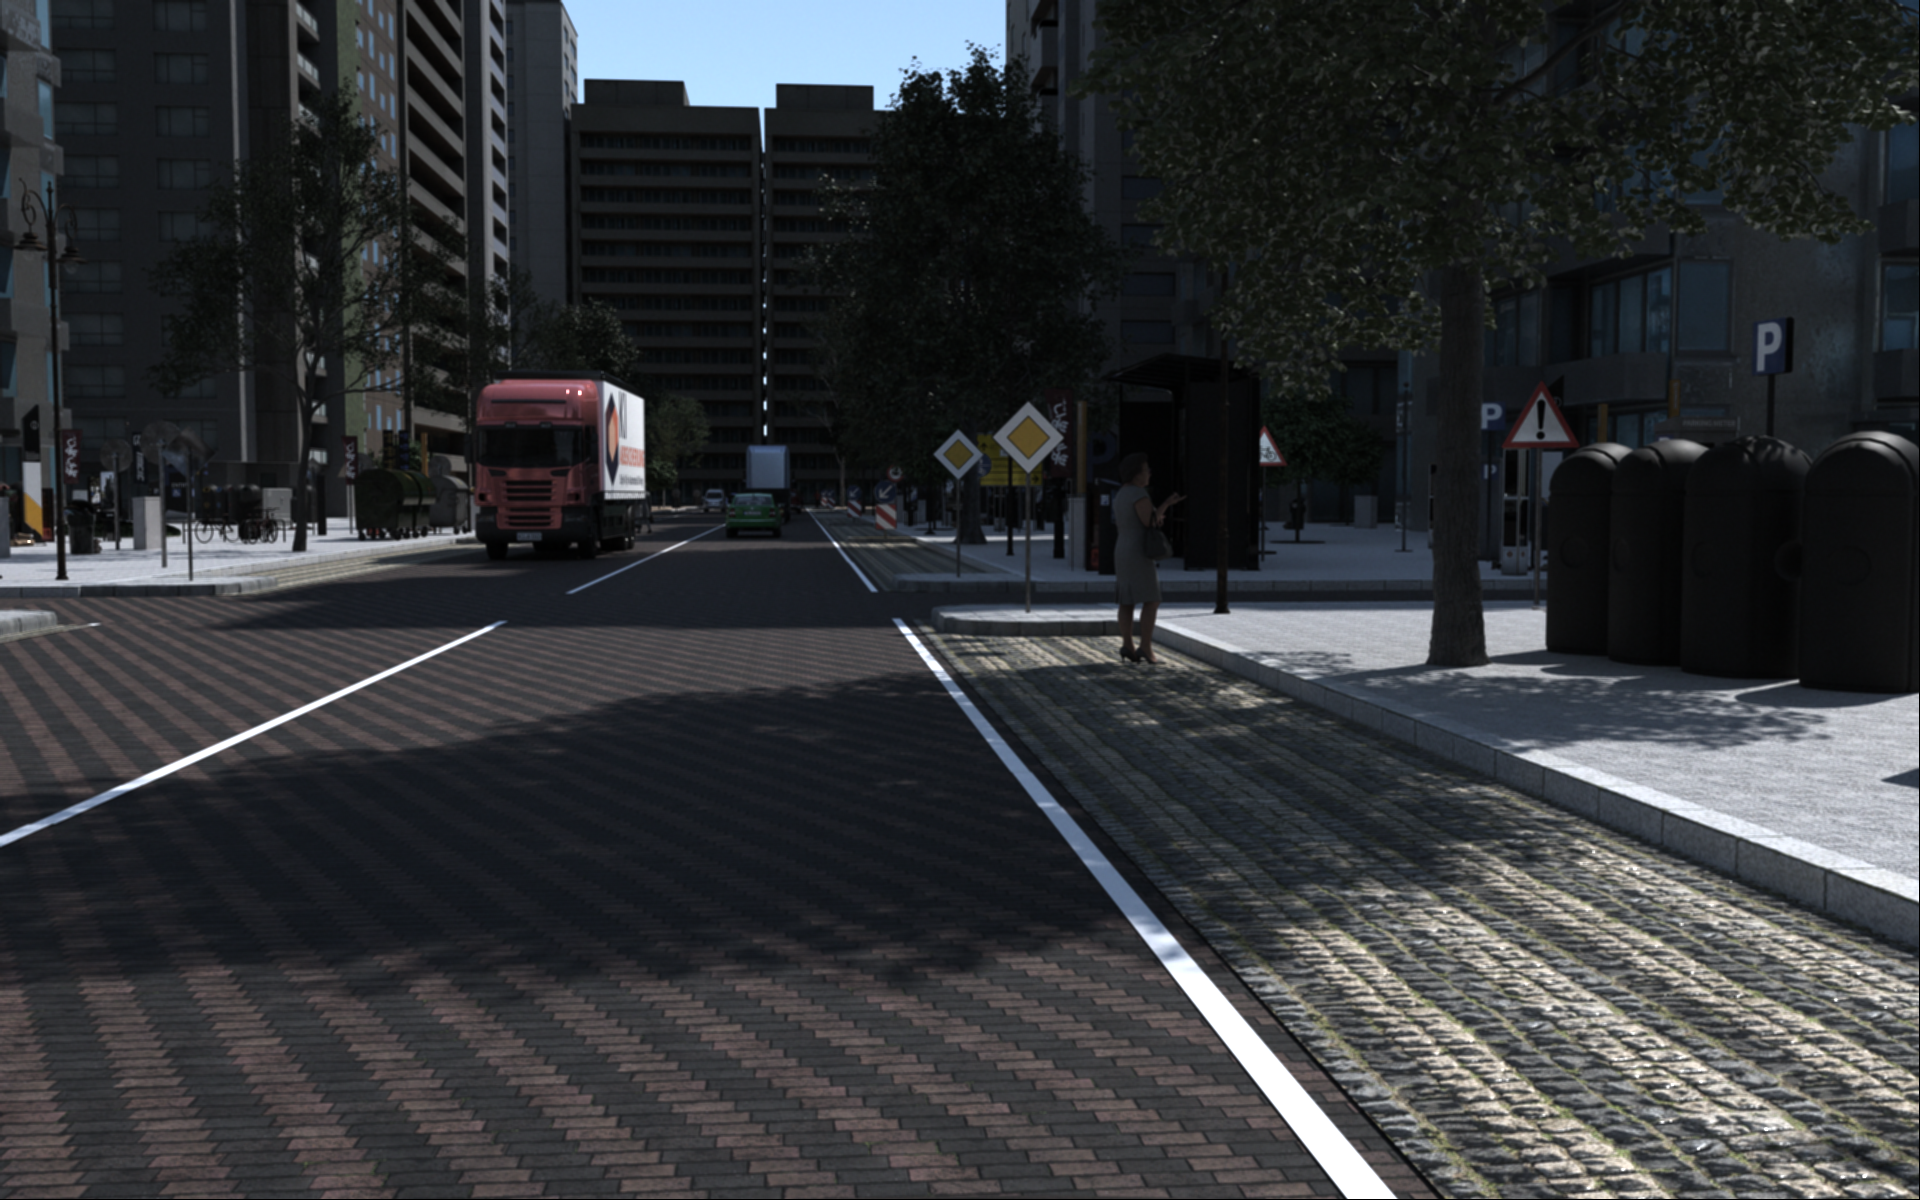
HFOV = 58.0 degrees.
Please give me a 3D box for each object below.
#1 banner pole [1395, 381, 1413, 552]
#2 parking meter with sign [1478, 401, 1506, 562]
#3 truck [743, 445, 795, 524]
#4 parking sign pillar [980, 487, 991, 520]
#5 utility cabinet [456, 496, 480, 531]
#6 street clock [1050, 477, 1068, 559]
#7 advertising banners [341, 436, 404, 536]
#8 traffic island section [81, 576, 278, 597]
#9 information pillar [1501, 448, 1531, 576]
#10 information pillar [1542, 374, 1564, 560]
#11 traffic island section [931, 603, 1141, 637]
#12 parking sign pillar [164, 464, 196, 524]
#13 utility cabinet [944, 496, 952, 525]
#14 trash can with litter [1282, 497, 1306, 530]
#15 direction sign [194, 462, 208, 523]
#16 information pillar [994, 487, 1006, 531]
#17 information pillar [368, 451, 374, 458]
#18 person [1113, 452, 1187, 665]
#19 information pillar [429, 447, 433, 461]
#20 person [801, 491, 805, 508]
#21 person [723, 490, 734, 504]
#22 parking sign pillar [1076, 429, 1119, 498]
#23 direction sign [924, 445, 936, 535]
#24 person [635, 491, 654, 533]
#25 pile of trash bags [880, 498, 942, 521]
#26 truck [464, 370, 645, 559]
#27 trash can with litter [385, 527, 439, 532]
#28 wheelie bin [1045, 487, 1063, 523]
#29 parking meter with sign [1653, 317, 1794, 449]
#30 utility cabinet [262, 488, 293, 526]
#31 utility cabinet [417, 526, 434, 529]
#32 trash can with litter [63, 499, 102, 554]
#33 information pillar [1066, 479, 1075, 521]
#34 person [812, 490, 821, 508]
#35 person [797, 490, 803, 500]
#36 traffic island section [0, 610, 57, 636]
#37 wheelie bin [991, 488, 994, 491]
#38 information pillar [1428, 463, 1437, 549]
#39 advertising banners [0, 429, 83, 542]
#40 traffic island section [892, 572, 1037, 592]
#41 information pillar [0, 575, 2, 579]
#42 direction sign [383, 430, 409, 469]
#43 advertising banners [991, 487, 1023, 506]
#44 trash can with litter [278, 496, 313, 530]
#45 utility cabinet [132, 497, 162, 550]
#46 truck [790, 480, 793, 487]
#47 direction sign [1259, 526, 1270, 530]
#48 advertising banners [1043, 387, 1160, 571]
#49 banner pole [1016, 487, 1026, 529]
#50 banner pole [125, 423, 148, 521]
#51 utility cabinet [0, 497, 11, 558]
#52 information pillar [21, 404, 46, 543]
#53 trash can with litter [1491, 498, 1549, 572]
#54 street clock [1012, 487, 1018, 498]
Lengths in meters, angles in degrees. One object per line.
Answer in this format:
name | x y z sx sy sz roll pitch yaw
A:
banner pole | 9.956 -2.985 38.816 0.401 3.779 0.863 1 4 10
parking meter with sign | 10.297 -2.278 33.512 0.543 3.016 1.738 1 4 20
truck | -10.144 -6.131 90.000 2.967 4.110 18.799 0 4 -5
parking sign pillar | 0.665 -5.235 74.067 1.447 3.967 1.447 1 4 21
utility cabinet | -17.404 -3.065 61.268 0.306 1.237 1.020 2 4 35
street clock | 1.976 -1.831 34.509 0.358 2.002 0.471 1 4 16
advertising banners | -17.792 -3.449 52.583 0.090 3.025 2.074 3 5 42
traffic island section | -11.395 -0.204 25.617 2.009 0.180 2.903 0 4 -5
information pillar | 8.756 -1.395 27.297 0.304 2.012 0.304 -3 5 -41
information pillar | 11.545 -2.601 33.883 0.504 3.616 0.183 1 4 12
traffic island section | 0.754 0.216 18.746 2.009 0.180 2.903 0 4 -5
parking sign pillar | -34.264 -5.341 75.800 1.447 3.967 1.447 -1 4 -11
utility cabinet | -0.510 -3.671 71.190 0.306 1.237 1.020 0 4 -5
trash can with litter | 12.029 -3.132 62.594 0.624 1.170 1.055 -2 4 -24
direction sign | -34.069 -5.246 77.773 0.379 3.537 0.876 1 4 16
information pillar | 1.377 -3.400 60.075 0.304 2.012 0.304 2 4 34
information pillar | -32.125 -6.297 94.303 0.504 3.616 0.183 -1 4 -10
person | 1.597 -0.347 14.535 0.532 1.782 0.716 -1 4 -19
information pillar | -26.342 -5.807 86.305 0.183 3.616 0.504 -2 4 -26
person | -16.199 -10.258 176.900 0.721 1.739 1.217 3 4 37
person | -17.777 -7.625 133.890 1.217 1.735 0.721 -2 4 -27
parking sign pillar | 4.263 -3.968 53.341 1.447 3.967 1.447 -1 4 -16
direction sign | -0.951 -3.843 54.832 0.379 3.537 0.876 0 4 3
person | -11.515 -3.325 62.960 0.694 1.812 0.767 -3 5 -39
pile of trash bags | -2.782 -5.049 92.305 3.447 1.369 1.912 -3 5 -43
truck | -9.446 -3.221 41.585 2.839 4.237 11.283 0 4 -4
trash can with litter | -19.078 -2.978 59.744 2.233 1.210 1.678 -1 4 -23
wheelie bin | 4.191 -4.272 77.756 0.980 1.594 0.693 3 5 43
parking meter with sign | 7.283 -1.282 17.214 1.738 3.016 0.543 -1 4 -9
utility cabinet | -26.924 -3.651 68.378 0.318 1.500 1.173 2 4 29
utility cabinet | -19.299 -3.108 61.983 1.020 1.237 0.306 0 4 -2
trash can with litter | -18.761 -1.567 37.011 0.624 1.170 1.055 -1 4 -11
information pillar | 5.326 -4.816 83.241 0.304 2.012 0.304 3 5 42
person | -13.270 -9.343 161.201 1.348 1.831 0.705 -3 5 -40
person | -12.595 -7.802 136.591 0.721 1.766 1.217 1 4 12
traffic island section | -10.636 0.282 17.668 2.009 0.180 2.903 0 4 -5
wheelie bin | 1.946 -5.397 96.149 0.980 1.594 0.693 -2 4 -23
information pillar | 11.231 -2.216 40.718 0.304 2.012 0.304 -3 4 -39
advertising banners | -24.592 -3.070 46.380 2.074 3.025 0.090 -1 4 -20
traffic island section | -0.005 -0.270 26.696 2.009 0.180 2.903 0 4 -5
information pillar | -14.739 -2.138 26.305 0.183 3.616 0.504 -2 4 -34
direction sign | -19.917 -4.235 61.238 0.876 3.537 0.379 -2 4 -26
advertising banners | 2.161 -5.206 81.298 2.074 3.025 0.090 2 4 28
trash can with litter | -24.132 -3.117 62.026 2.233 1.210 1.678 -3 5 -39
utility cabinet | -18.851 -1.773 40.157 0.306 1.237 1.020 0 4 -5
truck | -16.122 -9.906 150.875 2.839 4.237 11.283 0 4 -4
direction sign | 10.886 -4.273 61.869 0.876 3.537 0.379 0 4 7
advertising banners | 2.354 -1.994 28.789 2.074 3.025 0.090 -1 4 -18
banner pole | 2.361 -4.502 63.632 0.401 3.779 0.863 2 4 30
banner pole | -28.966 -4.333 60.859 0.863 3.779 0.401 -2 4 -32
utility cabinet | -19.283 -1.417 34.324 0.306 1.237 1.020 0 4 5
information pillar | -24.070 -3.277 44.940 0.183 3.616 0.504 1 4 22
trash can with litter | 9.639 -1.114 29.273 1.678 1.210 2.233 -2 4 -33
street clock | 2.363 -4.361 75.880 0.358 2.002 0.471 -1 4 -9
